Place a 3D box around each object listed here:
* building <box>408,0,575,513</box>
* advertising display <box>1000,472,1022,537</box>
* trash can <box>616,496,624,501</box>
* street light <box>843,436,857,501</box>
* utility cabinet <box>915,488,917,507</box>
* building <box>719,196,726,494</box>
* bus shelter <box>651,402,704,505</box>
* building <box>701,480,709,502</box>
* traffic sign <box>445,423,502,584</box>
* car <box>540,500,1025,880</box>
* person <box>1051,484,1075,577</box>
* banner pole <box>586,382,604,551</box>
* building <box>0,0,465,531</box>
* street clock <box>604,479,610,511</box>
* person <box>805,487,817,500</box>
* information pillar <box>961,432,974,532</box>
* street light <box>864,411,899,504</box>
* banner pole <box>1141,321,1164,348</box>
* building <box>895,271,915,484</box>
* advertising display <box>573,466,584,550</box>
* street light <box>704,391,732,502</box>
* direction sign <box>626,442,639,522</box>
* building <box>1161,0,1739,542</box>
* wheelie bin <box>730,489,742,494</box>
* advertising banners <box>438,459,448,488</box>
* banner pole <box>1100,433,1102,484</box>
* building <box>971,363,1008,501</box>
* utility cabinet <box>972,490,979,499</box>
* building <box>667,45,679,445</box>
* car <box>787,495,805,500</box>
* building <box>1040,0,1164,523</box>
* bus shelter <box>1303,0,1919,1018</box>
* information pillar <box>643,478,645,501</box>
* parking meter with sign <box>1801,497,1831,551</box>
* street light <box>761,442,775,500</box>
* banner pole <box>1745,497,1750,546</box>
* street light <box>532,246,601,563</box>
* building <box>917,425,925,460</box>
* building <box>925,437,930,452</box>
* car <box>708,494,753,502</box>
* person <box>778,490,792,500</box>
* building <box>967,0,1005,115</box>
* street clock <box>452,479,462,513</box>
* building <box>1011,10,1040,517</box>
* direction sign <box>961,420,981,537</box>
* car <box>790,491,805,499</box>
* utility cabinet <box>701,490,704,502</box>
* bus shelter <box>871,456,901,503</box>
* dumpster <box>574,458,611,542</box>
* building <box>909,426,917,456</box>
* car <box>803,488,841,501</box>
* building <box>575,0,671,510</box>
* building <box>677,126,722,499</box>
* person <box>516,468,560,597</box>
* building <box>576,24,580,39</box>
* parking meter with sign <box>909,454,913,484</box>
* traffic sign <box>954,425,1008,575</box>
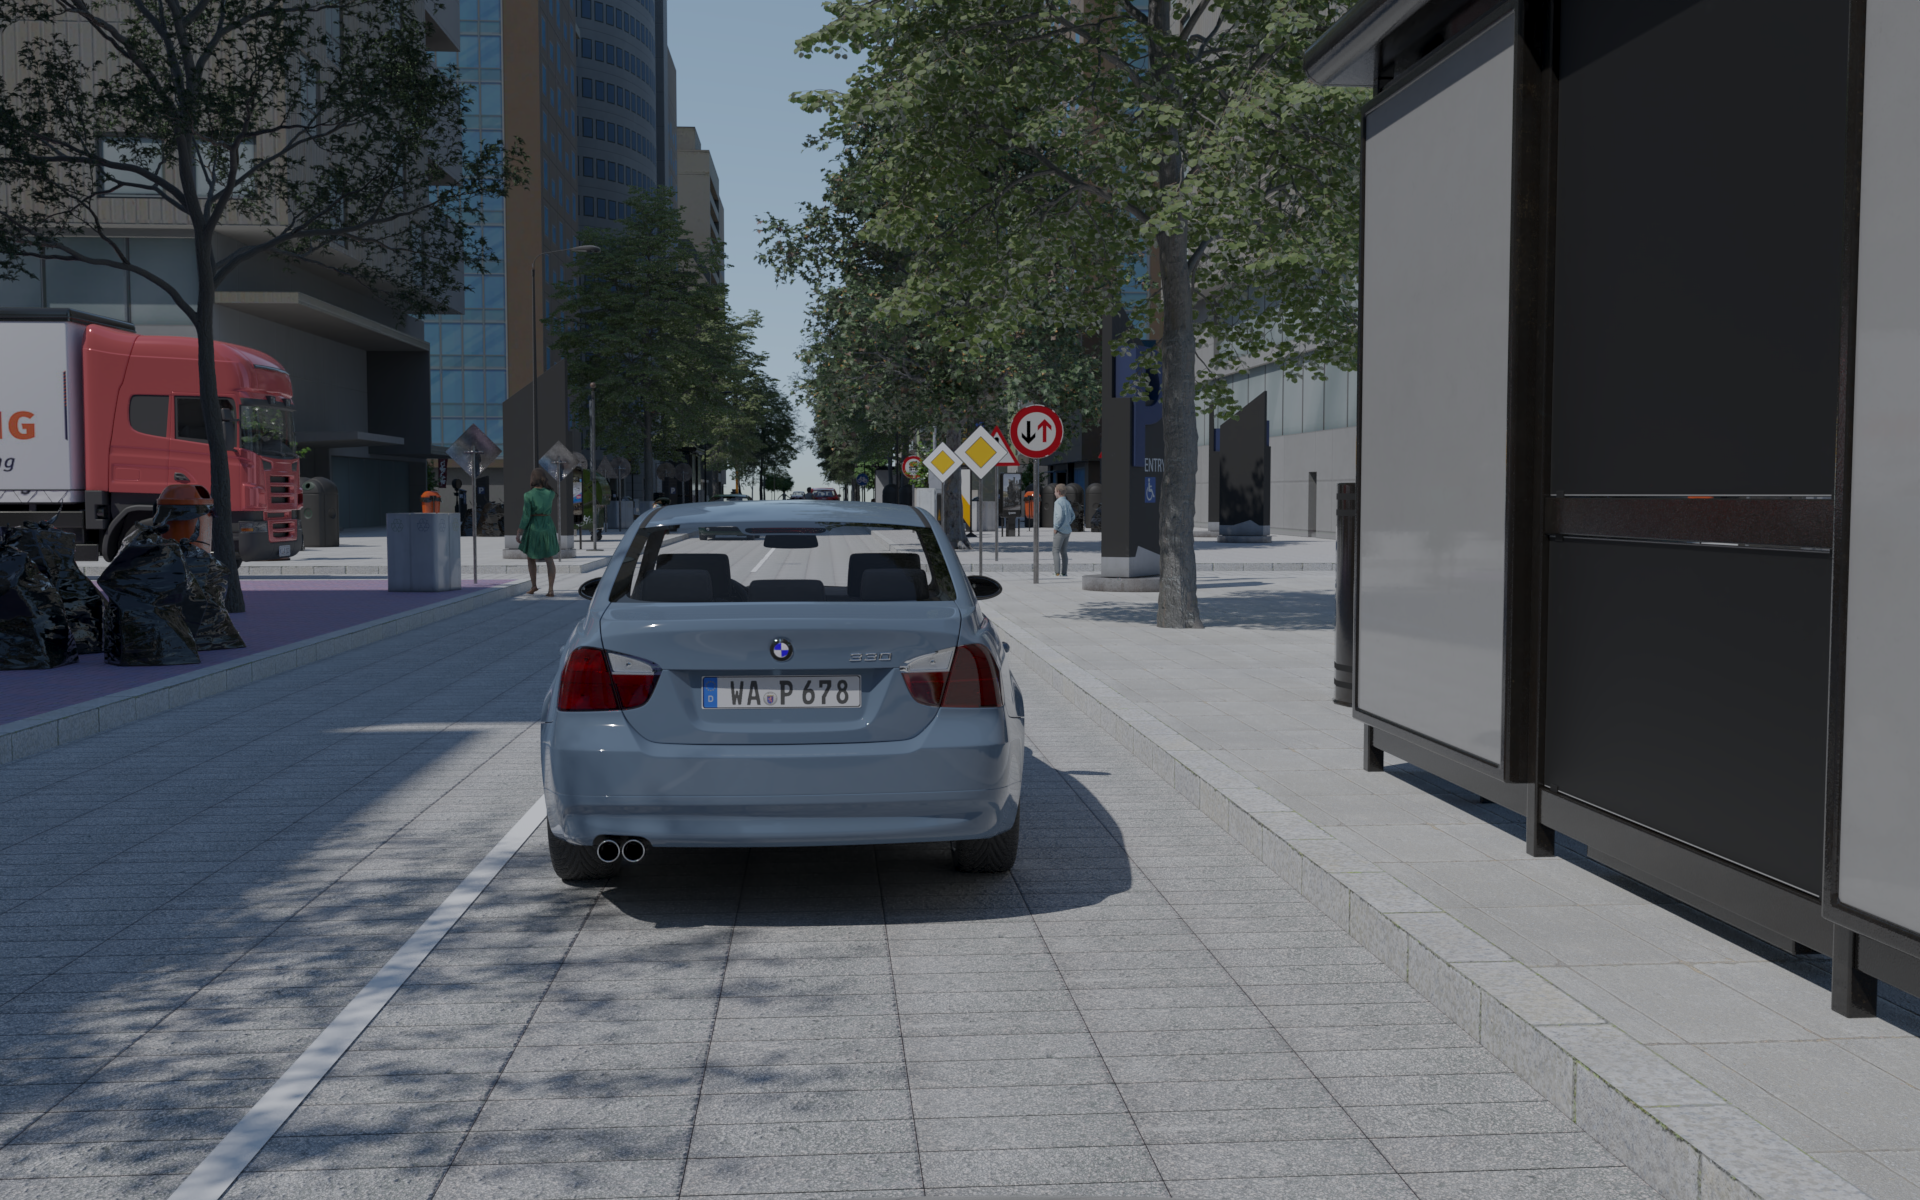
[{"bbox_3d":[-29.636,-27.388,97.901,14.600,45.320,14.200,0,4,-5],"label":"building"},{"bbox_3d":[1.523,-2.865,52.063,0.123,1.923,0.974,3,4,37],"label":"advertising display"},{"bbox_3d":[-20.329,-5.654,104.095,0.748,1.137,0.748,0,3,0],"label":"trash can"},{"bbox_3d":[-6.497,-8.281,107.928,1.470,5.913,1.316,0,4,-5],"label":"street light"},{"bbox_3d":[-1.244,-3.776,70.423,0.318,1.500,1.173,3,5,44],"label":"utility cabinet"},{"bbox_3d":[-41.155,-36.653,249.394,14.600,45.320,14.200,0,4,-5],"label":"building"},{"bbox_3d":[-12.822,-6.131,77.882,2.179,5.291,8.768,0,4,-5],"label":"bus shelter"},{"bbox_3d":[-46.988,-31.584,208.284,32.217,40.220,23.993,0,4,-5],"label":"building"},{"bbox_3d":[-6.923,-1.288,24.695,0.795,2.450,0.064,0,4,-5],"label":"traffic sign"},{"bbox_3d":[-0.758,0.259,7.775,2.014,1.417,4.499,0,4,-5],"label":"car"},{"bbox_3d":[1.690,-1.138,28.925,0.330,1.601,0.589,3,5,40],"label":"person"},{"bbox_3d":[-8.211,-2.977,38.694,0.401,3.779,0.863,0,4,-4],"label":"banner pole"},{"bbox_3d":[-32.861,-28.695,58.405,28.713,52.752,27.495,0,4,-5],"label":"building"},{"bbox_3d":[-16.990,-4.781,82.733,0.471,2.002,0.358,-2,4,-32],"label":"street clock"},{"bbox_3d":[-7.155,-4.589,83.895,0.716,1.782,0.532,2,4,28],"label":"person"},{"bbox_3d":[0.229,-4.110,58.555,0.183,3.616,0.504,-3,4,-39],"label":"information pillar"},{"bbox_3d":[-2.794,-5.491,62.314,1.470,5.913,1.316,0,4,-5],"label":"street light"},{"bbox_3d":[2.723,-2.124,24.741,0.863,3.779,0.401,0,4,-4],"label":"banner pole"},{"bbox_3d":[1.365,-38.760,257.422,21.300,48.544,21.600,0,4,-5],"label":"building"},{"bbox_3d":[-9.140,-2.113,39.760,0.974,1.923,0.123,-2,4,-25],"label":"advertising display"},{"bbox_3d":[-10.962,-6.463,78.208,1.470,5.913,1.316,0,4,-5],"label":"street light"},{"bbox_3d":[-13.170,-4.749,69.644,0.379,3.537,0.876,1,4,22],"label":"direction sign"},{"bbox_3d":[22.062,-28.577,56.474,27.495,52.752,28.713,0,4,-5],"label":"building"},{"bbox_3d":[-13.782,-6.044,106.732,0.980,1.594,0.693,2,4,30],"label":"wheelie bin"},{"bbox_3d":[-24.509,-5.117,79.855,2.074,3.025,0.090,1,4,13],"label":"advertising banners"},{"bbox_3d":[5.902,-4.994,71.676,0.401,3.779,0.863,1,4,22],"label":"banner pole"},{"bbox_3d":[12.023,-49.663,124.662,22.319,86.520,31.000,0,4,-5],"label":"building"},{"bbox_3d":[0.533,-5.391,96.825,1.173,1.500,0.318,2,4,26],"label":"utility cabinet"},{"bbox_3d":[-34.516,-31.545,165.870,14.600,45.320,14.200,0,4,-5],"label":"building"},{"bbox_3d":[-16.370,-9.848,173.594,1.945,1.354,3.894,0,4,-4],"label":"car"},{"bbox_3d":[11.465,-26.275,79.708,14.600,45.320,14.200,0,4,-5],"label":"building"},{"bbox_3d":[2.778,-1.766,6.509,2.179,5.291,8.768,0,4,-4],"label":"bus shelter"},{"bbox_3d":[-14.126,-4.504,78.140,0.304,2.012,0.304,0,4,1],"label":"information pillar"},{"bbox_3d":[17.492,-2.382,35.202,1.738,3.016,0.543,-3,5,-43],"label":"parking meter with sign"},{"bbox_3d":[-17.145,-11.131,154.529,1.470,5.913,1.316,0,4,-5],"label":"street light"},{"bbox_3d":[15.960,-2.764,35.208,0.401,3.779,0.863,0,4,5],"label":"banner pole"},{"bbox_3d":[-7.416,-3.666,32.483,1.470,5.913,1.316,0,4,-5],"label":"street light"},{"bbox_3d":[1.700,-32.134,208.981,14.154,41.232,14.086,0,4,-5],"label":"building"},{"bbox_3d":[4.361,-29.727,169.636,14.154,41.232,14.086,0,4,-5],"label":"building"},{"bbox_3d":[-7.308,-2.769,55.065,2.009,1.686,4.222,0,4,-3],"label":"car"},{"bbox_3d":[-13.687,-7.697,135.126,1.217,1.735,0.721,1,4,15],"label":"person"},{"bbox_3d":[9.551,-32.309,151.959,21.300,48.544,21.600,0,4,-5],"label":"building"},{"bbox_3d":[-23.988,-4.773,82.606,0.358,2.002,0.471,2,4,25],"label":"street clock"},{"bbox_3d":[9.629,-25.582,101.858,14.154,41.232,14.086,0,4,-5],"label":"building"},{"bbox_3d":[0.328,-3.653,51.723,0.876,3.537,0.379,-1,4,-19],"label":"direction sign"},{"bbox_3d":[-20.810,-13.153,223.717,2.281,1.827,5.304,0,4,-6],"label":"car"},{"bbox_3d":[-12.538,-4.575,83.477,0.318,1.500,1.173,-2,4,-28],"label":"utility cabinet"},{"bbox_3d":[-3.799,-6.141,94.333,2.014,3.302,5.546,0,4,-4],"label":"bus shelter"},{"bbox_3d":[-10.339,-2.721,46.982,1.502,2.255,1.985,0,4,-4],"label":"dumpster"},{"bbox_3d":[4.362,-37.409,231.252,23.786,49.044,30.456,0,4,-5],"label":"building"},{"bbox_3d":[-8.203,-5.795,103.419,2.281,1.827,5.304,0,4,-7],"label":"car"},{"bbox_3d":[-35.981,-36.801,143.692,21.231,58.520,28.212,0,4,-5],"label":"building"},{"bbox_3d":[-43.341,-37.156,231.199,21.300,48.544,21.600,0,4,-5],"label":"building"},{"bbox_3d":[-5.877,-0.946,24.217,0.600,1.795,0.529,-3,5,-45],"label":"person"},{"bbox_3d":[-39.596,-26.004,117.053,32.217,40.220,23.993,0,4,-5],"label":"building"},{"bbox_3d":[-1.496,-4.925,76.791,1.738,3.016,0.543,-2,4,-27],"label":"parking meter with sign"},{"bbox_3d":[0.300,-1.321,25.246,0.795,2.450,0.064,0,4,-5],"label":"traffic sign"}]
